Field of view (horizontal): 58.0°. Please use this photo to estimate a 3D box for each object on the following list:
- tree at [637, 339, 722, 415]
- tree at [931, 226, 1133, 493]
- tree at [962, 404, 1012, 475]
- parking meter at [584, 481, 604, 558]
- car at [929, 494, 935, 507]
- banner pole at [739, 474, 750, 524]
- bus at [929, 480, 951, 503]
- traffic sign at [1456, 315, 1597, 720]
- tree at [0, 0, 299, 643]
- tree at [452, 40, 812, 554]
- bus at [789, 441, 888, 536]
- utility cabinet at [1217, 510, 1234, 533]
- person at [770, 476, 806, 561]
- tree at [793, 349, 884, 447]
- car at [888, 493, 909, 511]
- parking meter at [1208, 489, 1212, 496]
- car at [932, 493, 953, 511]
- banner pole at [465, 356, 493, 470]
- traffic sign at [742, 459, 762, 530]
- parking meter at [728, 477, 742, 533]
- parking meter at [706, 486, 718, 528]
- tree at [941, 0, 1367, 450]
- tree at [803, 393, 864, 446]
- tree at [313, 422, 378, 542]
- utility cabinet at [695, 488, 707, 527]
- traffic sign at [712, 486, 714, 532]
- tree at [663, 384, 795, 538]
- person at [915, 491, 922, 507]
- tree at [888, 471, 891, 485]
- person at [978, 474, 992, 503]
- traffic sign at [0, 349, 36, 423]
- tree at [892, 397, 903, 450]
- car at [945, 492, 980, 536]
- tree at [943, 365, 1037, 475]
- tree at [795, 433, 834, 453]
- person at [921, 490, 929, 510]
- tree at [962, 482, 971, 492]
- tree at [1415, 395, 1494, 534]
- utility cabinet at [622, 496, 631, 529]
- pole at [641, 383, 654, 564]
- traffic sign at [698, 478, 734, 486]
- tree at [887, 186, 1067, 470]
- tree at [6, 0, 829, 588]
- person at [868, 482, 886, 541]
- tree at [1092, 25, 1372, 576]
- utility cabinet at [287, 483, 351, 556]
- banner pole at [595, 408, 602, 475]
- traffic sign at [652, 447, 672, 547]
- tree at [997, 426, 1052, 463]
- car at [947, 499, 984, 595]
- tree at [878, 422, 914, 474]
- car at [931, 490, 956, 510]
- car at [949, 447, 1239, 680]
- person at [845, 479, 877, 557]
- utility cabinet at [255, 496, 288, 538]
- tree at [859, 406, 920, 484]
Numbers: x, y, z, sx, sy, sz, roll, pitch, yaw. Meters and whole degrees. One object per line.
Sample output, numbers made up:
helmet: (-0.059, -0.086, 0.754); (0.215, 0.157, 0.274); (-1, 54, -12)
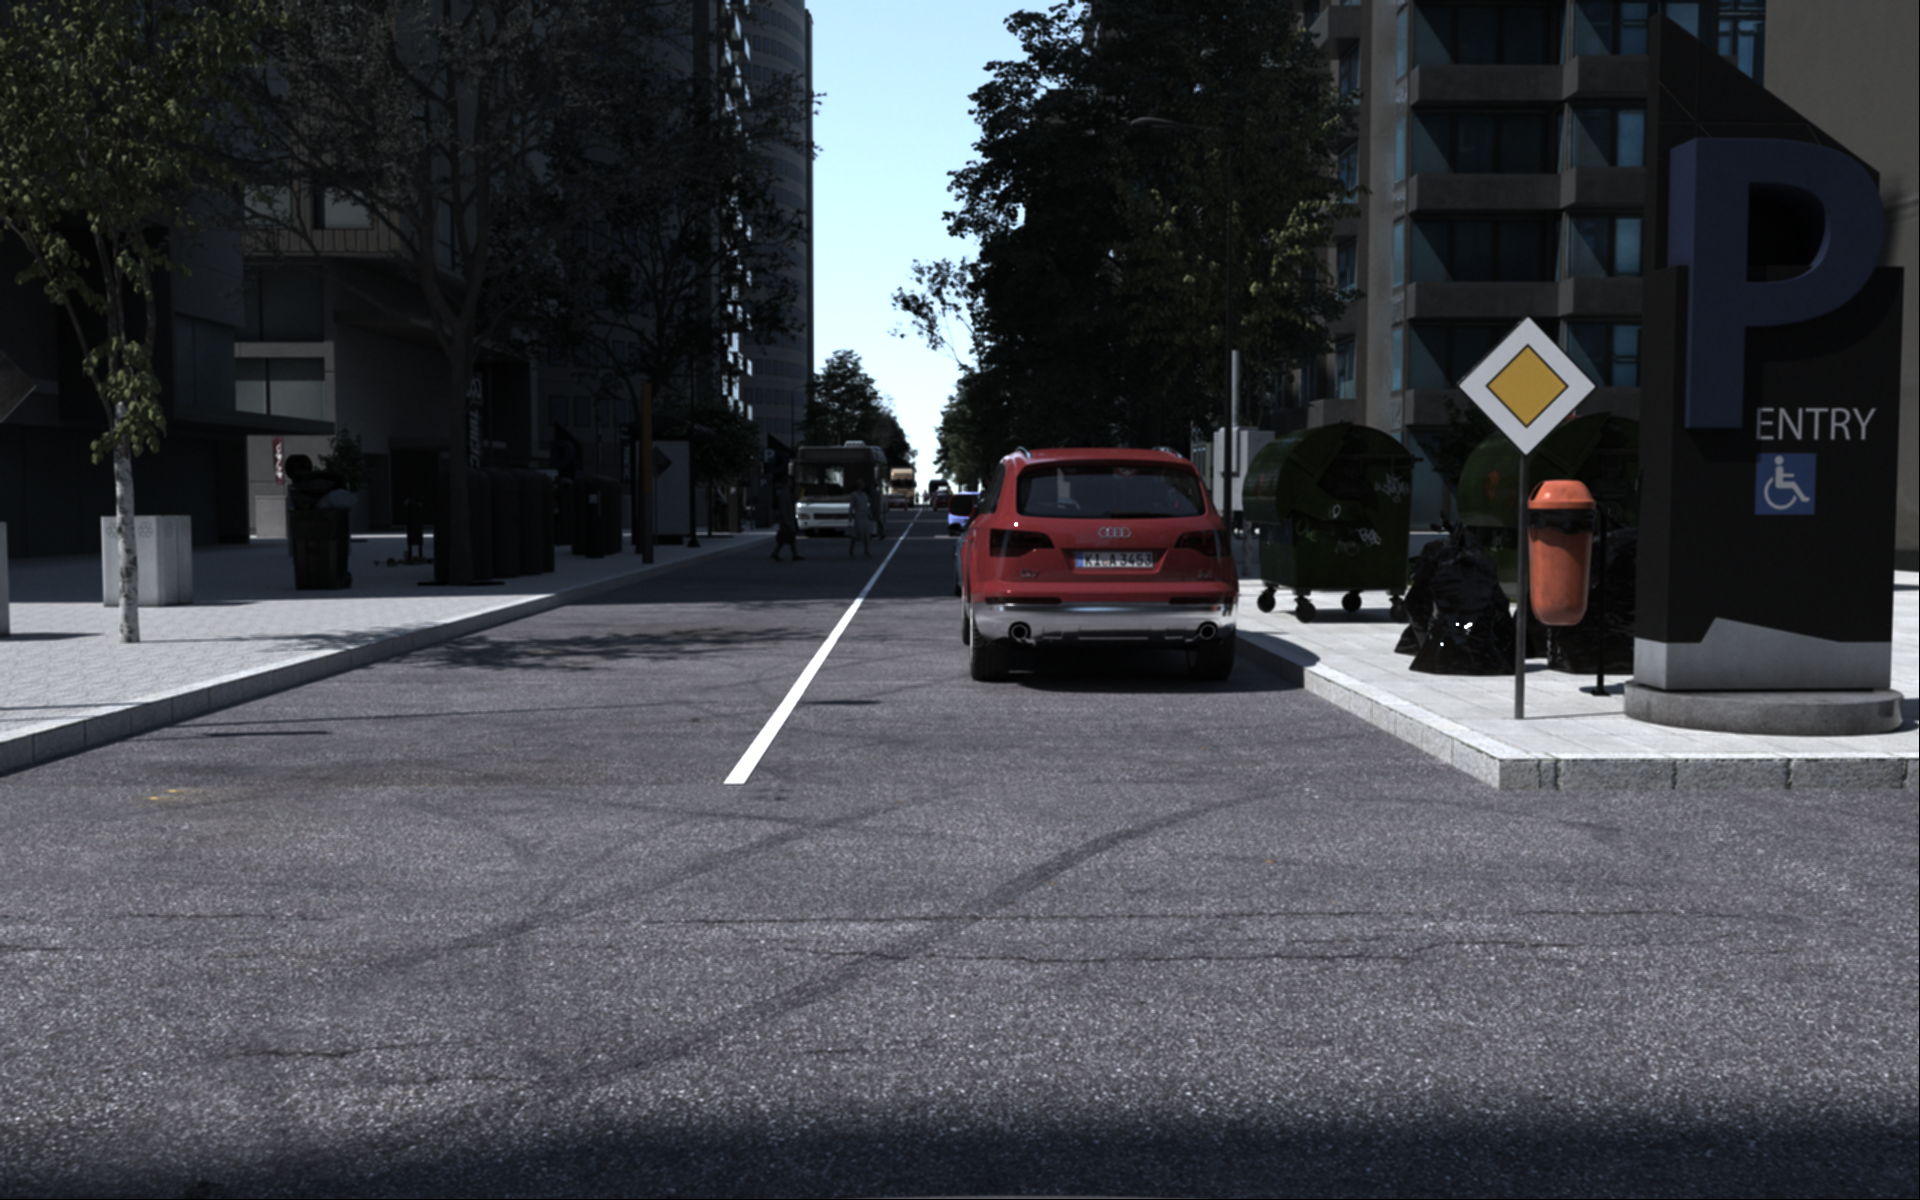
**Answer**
tree: (-12.909, -7.843, 78.599); (4.360, 8.622, 3.978); (0, 3, 0)
tree: (3.723, -9.256, 69.469); (7.486, 12.596, 7.792); (0, 3, 0)
tree: (2.226, -10.742, 125.989); (4.360, 8.622, 3.978); (0, 3, 0)
parking meter: (-7.338, -1.610, 34.734); (0.372, 1.533, 0.369); (0, 3, 0)
car: (-2.585, -11.685, 200.087); (2.155, 1.783, 4.494); (0, 4, -3)
banner pole: (-9.385, -5.197, 74.995); (0.863, 3.779, 0.401); (2, 4, 24)
bus: (-2.705, -14.212, 227.218); (2.948, 3.499, 13.247); (0, 4, 0)
traffic sign: (3.185, -0.377, 9.810); (0.795, 2.450, 0.064); (0, 4, -1)
tree: (-7.325, -3.924, 14.521); (4.737, 8.622, 4.395); (0, 3, 0)
tree: (-6.928, -6.251, 36.616); (8.767, 10.594, 7.601); (1, 4, 8)
bus: (-4.083, -4.088, 61.692); (2.948, 3.499, 13.247); (0, 4, 0)
utility cabinet: (8.637, -2.776, 56.549); (0.306, 1.237, 1.020); (2, 4, 30)
person: (-3.685, -1.748, 37.184); (0.767, 1.812, 0.694); (0, 4, 0)
tree: (-9.380, -13.287, 135.375); (7.486, 12.596, 7.792); (0, 3, 0)
car: (-5.423, -8.549, 148.809); (2.155, 1.783, 4.494); (0, 4, -2)
parking meter: (10.959, -4.177, 76.707); (0.372, 1.533, 0.369); (0, 3, 0)
car: (-1.316, -8.362, 145.751); (2.155, 1.783, 4.494); (0, 4, -2)
banner pole: (-8.654, -2.525, 31.303); (0.401, 3.779, 0.863); (2, 4, 30)
traffic sign: (-7.452, -3.780, 61.902); (0.768, 2.556, 0.104); (1, 4, 8)
parking meter: (-7.379, -3.128, 56.860); (0.399, 1.863, 0.255); (1, 4, 20)
parking meter: (-9.252, -3.601, 64.586); (0.399, 1.863, 0.255); (-2, 4, -28)
tree: (4.256, -8.065, 38.519); (9.857, 13.997, 8.962); (0, 3, 0)
tree: (-8.866, -10.658, 124.614); (4.737, 8.622, 4.395); (0, 3, 0)
tree: (-16.368, -3.174, 46.502); (1.663, 3.219, 1.824); (0, 3, 0)
utility cabinet: (-10.035, -3.605, 67.616); (0.318, 1.500, 1.173); (3, 5, 40)
traffic sign: (-8.348, -3.573, 58.523); (0.768, 2.556, 0.104); (0, 4, 1)
tree: (-7.511, -4.133, 51.287); (4.285, 4.588, 4.351); (0, 3, 0)
person: (-4.639, -10.815, 186.107); (1.217, 1.735, 0.721); (-2, 4, -29)
tree: (-8.813, -12.545, 188.828); (4.285, 4.588, 4.351); (0, 3, 0)
person: (0.541, -1.581, 34.353); (0.555, 1.821, 0.388); (0, 4, 8)
traffic sign: (-5.558, -0.370, 9.691); (0.795, 2.450, 0.064); (0, 4, -1)
tree: (-9.695, -15.208, 159.014); (12.009, 13.543, 11.850); (0, 3, 0)
car: (0.450, -3.076, 59.885); (1.945, 1.707, 3.694); (0, 3, 0)
tree: (2.170, -12.854, 135.913); (9.928, 11.665, 9.643); (0, 3, 0)
tree: (-7.876, -6.682, 92.956); (4.285, 4.588, 4.351); (0, 3, 0)
person: (-3.120, -8.986, 155.293); (0.709, 1.838, 0.599); (0, 4, -3)
tree: (1.008, -12.779, 203.544); (1.663, 3.219, 1.824); (0, 3, 0)
tree: (8.667, -2.104, 29.003); (1.663, 3.219, 1.824); (0, 3, 0)
utility cabinet: (-12.179, -3.260, 64.469); (0.306, 1.237, 1.020); (2, 4, 24)
pole: (-5.774, -2.330, 31.939); (0.158, 3.312, 0.155); (0, 3, 0)
traffic sign: (-8.390, -3.774, 55.579); (2.265, 3.308, 0.079); (0, 4, 6)
tree: (1.370, -15.473, 108.875); (12.611, 20.169, 13.585); (0, 3, 0)
tree: (-7.062, -6.956, 24.107); (12.009, 13.543, 11.850); (0, 3, 0)
person: (-2.661, -2.744, 53.462); (0.767, 1.812, 0.694); (0, 4, -4)
tree: (4.250, -4.679, 26.865); (4.737, 8.622, 4.395); (0, 3, 0)
utility cabinet: (-13.143, -1.641, 35.515); (1.173, 1.500, 0.318); (0, 4, -2)
banner pole: (-10.431, -3.674, 50.081); (0.401, 3.779, 0.863); (-1, 4, -22)
traffic sign: (-7.378, -2.499, 42.052); (0.795, 2.450, 0.064); (0, 4, 1)
tree: (3.397, -5.824, 78.931); (4.285, 4.588, 4.351); (0, 3, 0)
car: (0.855, -0.676, 23.059); (2.014, 1.417, 4.499); (0, 4, -3)
tree: (-9.422, -16.819, 209.396); (8.767, 10.594, 7.601); (2, 4, 24)
car: (-1.431, -8.991, 155.671); (2.281, 1.827, 5.304); (0, 4, -1)
car: (1.053, -0.379, 14.878); (2.281, 1.827, 5.304); (0, 4, -1)
person: (-2.281, -1.887, 39.703); (0.694, 1.780, 0.624); (-2, 4, -29)
utility cabinet: (-20.143, -2.428, 50.860); (1.020, 1.237, 0.306); (1, 4, 13)
tree: (-10.665, -18.763, 223.789); (9.611, 12.733, 9.660); (0, 3, 0)
